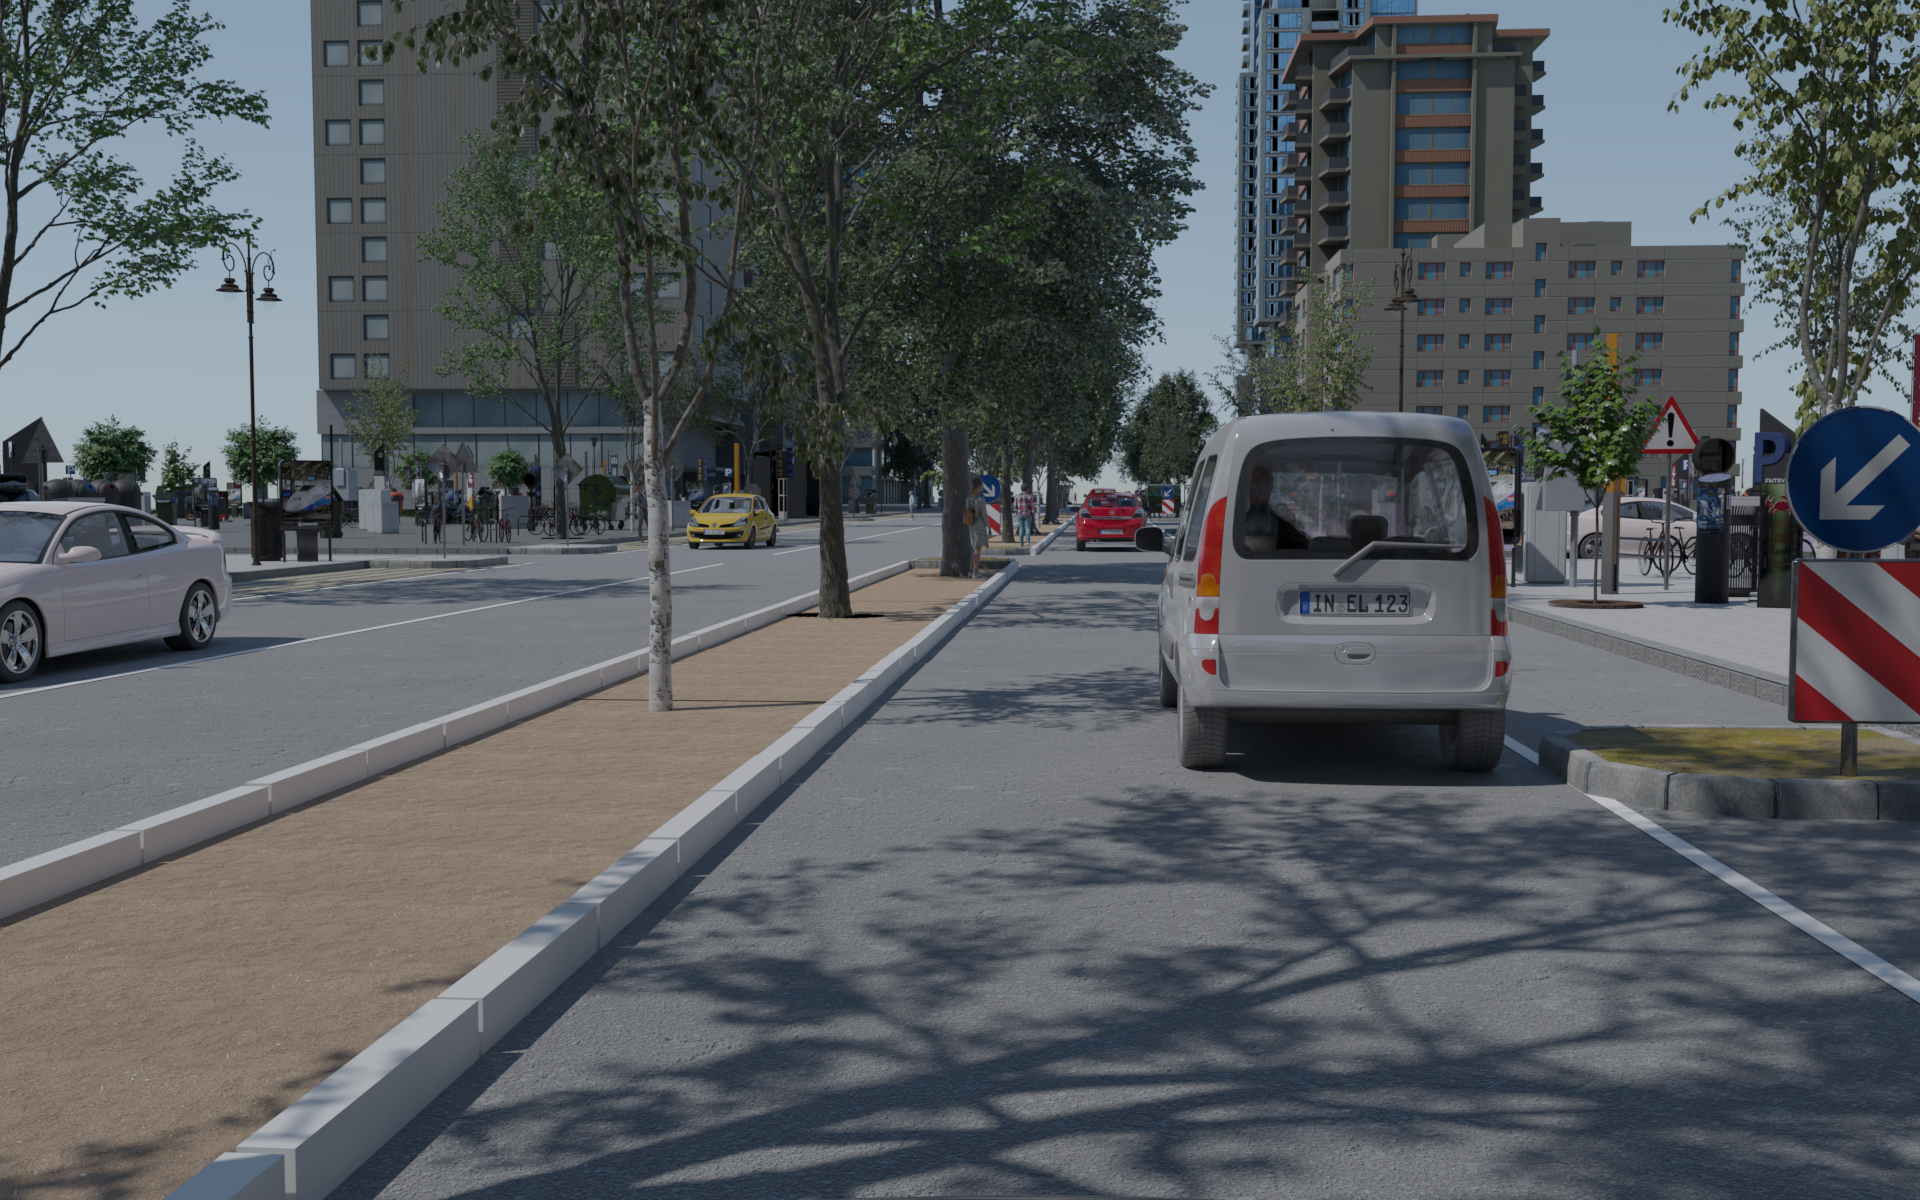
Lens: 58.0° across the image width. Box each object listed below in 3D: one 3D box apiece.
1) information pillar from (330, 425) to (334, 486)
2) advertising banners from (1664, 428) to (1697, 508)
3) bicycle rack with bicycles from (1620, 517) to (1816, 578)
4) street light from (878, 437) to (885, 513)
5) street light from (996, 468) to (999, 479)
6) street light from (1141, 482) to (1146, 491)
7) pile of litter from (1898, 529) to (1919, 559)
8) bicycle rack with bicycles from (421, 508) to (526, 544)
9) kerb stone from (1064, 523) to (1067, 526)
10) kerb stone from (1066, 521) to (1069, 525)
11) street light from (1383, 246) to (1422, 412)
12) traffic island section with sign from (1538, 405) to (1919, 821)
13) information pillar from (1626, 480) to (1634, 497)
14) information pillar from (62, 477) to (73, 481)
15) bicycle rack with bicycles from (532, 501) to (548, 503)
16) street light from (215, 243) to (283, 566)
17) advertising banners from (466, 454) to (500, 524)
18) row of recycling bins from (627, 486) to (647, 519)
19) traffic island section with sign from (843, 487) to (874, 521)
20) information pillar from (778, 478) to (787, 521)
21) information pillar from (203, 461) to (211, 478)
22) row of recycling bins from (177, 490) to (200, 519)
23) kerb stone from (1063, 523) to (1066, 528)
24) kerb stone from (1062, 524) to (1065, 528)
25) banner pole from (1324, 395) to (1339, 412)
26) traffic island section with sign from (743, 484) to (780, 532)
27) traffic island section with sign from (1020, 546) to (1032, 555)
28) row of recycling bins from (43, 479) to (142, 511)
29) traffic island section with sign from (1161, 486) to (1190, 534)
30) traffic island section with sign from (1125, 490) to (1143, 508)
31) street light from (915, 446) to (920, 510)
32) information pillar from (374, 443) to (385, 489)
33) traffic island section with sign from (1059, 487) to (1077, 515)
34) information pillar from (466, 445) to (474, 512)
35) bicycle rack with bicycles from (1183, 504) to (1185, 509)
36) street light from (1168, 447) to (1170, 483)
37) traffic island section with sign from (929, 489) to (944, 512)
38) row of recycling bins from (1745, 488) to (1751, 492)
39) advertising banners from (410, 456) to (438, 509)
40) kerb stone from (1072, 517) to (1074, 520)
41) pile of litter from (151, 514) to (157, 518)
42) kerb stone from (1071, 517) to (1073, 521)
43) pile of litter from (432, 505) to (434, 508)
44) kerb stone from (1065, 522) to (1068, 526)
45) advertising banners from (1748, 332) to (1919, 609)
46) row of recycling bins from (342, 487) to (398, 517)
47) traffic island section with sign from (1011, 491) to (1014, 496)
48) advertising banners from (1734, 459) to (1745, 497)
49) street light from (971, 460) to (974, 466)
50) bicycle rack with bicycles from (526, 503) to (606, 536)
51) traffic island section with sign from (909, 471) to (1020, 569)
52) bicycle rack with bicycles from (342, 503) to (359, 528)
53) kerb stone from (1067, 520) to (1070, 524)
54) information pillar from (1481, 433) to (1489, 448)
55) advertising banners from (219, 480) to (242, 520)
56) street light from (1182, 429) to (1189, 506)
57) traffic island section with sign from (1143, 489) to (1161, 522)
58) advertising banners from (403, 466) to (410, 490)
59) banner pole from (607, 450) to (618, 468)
[{"bbox_3d":[-21.241,-4.113,58.604,0.183,3.616,0.504,-1,4,-19],"label":"information pillar"},{"bbox_3d":[18.824,-3.000,45.232,0.090,3.025,2.074,3,5,43],"label":"advertising banners"},{"bbox_3d":[11.379,-0.822,26.828,2.852,0.926,2.925,0,4,-5],"label":"bicycle rack with bicycles"},{"bbox_3d":[-5.410,-8.946,119.057,0.468,5.910,1.993,0,4,5],"label":"street light"},{"bbox_3d":[5.422,-16.954,249.992,0.468,5.910,1.993,0,4,5],"label":"street light"},{"bbox_3d":[26.280,-17.012,250.927,0.468,5.910,1.993,0,4,5],"label":"street light"},{"bbox_3d":[11.909,-0.463,21.529,1.719,0.858,1.176,3,5,41],"label":"pile of litter"},{"bbox_3d":[-13.139,-1.986,45.856,2.852,0.926,2.925,-1,4,-19],"label":"bicycle rack with bicycles"},{"bbox_3d":[4.188,-2.976,70.879,0.120,0.150,1.000,0,4,5],"label":"kerb stone"},{"bbox_3d":[4.526,-3.226,74.979,0.120,0.150,1.000,0,4,5],"label":"kerb stone"},{"bbox_3d":[8.279,-3.653,32.516,0.468,5.910,1.993,0,4,5],"label":"street light"},{"bbox_3d":[4.000,0.004,8.557,1.989,1.847,2.006,0,4,5],"label":"traffic island section with sign"},{"bbox_3d":[35.873,-5.401,92.801,0.304,2.012,0.304,0,4,3],"label":"information pillar"},{"bbox_3d":[-38.739,-4.329,75.263,0.304,2.012,0.304,1,4,18],"label":"information pillar"},{"bbox_3d":[-16.170,-3.425,69.381,2.852,0.926,2.925,-1,4,-10],"label":"bicycle rack with bicycles"},{"bbox_3d":[-12.641,-3.557,30.944,0.468,5.910,1.993,0,4,5],"label":"street light"},{"bbox_3d":[-20.801,-4.847,75.440,2.074,3.025,0.090,2,4,31],"label":"advertising banners"},{"bbox_3d":[-17.491,-5.105,90.581,3.534,1.692,1.069,-1,4,-9],"label":"row of recycling bins"},{"bbox_3d":[-5.605,-5.072,91.550,1.989,1.847,2.006,0,4,5],"label":"traffic island section with sign"},{"bbox_3d":[-8.315,-4.699,81.319,0.304,2.012,0.304,2,4,26],"label":"information pillar"},{"bbox_3d":[-52.121,-7.865,119.949,0.504,3.616,0.183,-1,4,-10],"label":"information pillar"},{"bbox_3d":[-41.329,-5.203,92.177,1.069,1.692,3.534,0,4,-6],"label":"row of recycling bins"},{"bbox_3d":[4.101,-2.915,69.861,0.120,0.150,1.000,0,4,5],"label":"kerb stone"},{"bbox_3d":[3.927,-2.791,67.824,0.120,0.150,1.000,0,4,5],"label":"kerb stone"},{"bbox_3d":[9.349,-3.279,43.625,0.401,3.779,0.863,3,5,42],"label":"banner pole"},{"bbox_3d":[-7.812,-3.429,64.685,1.989,1.847,2.006,0,4,5],"label":"traffic island section with sign"},{"bbox_3d":[0.697,-2.028,41.288,2.006,1.907,1.989,0,4,5],"label":"traffic island section with sign"},{"bbox_3d":[-24.128,-2.506,48.089,1.069,1.692,3.534,1,4,11],"label":"row of recycling bins"},{"bbox_3d":[8.497,-3.349,63.387,1.989,1.847,2.006,0,4,5],"label":"traffic island section with sign"},{"bbox_3d":[17.048,-9.702,167.249,1.989,1.847,2.006,0,4,5],"label":"traffic island section with sign"},{"bbox_3d":[-3.467,-10.375,142.416,0.468,5.910,1.993,0,4,5],"label":"street light"},{"bbox_3d":[-26.618,-5.391,79.499,0.504,3.616,0.183,1,4,10],"label":"information pillar"},{"bbox_3d":[6.845,-6.608,116.175,2.006,1.907,1.989,0,4,5],"label":"traffic island section with sign"},{"bbox_3d":[-23.435,-5.594,82.823,0.183,3.616,0.504,-3,5,-42],"label":"information pillar"},{"bbox_3d":[15.925,-6.059,112.439,2.852,0.926,2.925,3,5,41],"label":"bicycle rack with bicycles"},{"bbox_3d":[17.432,-10.480,144.139,0.468,5.910,1.993,0,4,5],"label":"street light"},{"bbox_3d":[-1.451,-8.168,142.177,1.989,1.847,2.006,0,4,5],"label":"traffic island section with sign"},{"bbox_3d":[50.011,-6.158,107.794,1.069,1.692,3.534,0,4,-7],"label":"row of recycling bins"},{"bbox_3d":[-24.816,-5.155,80.471,0.090,3.025,2.074,1,4,12],"label":"advertising banners"},{"bbox_3d":[5.539,-3.978,87.235,0.120,0.150,1.000,0,4,5],"label":"kerb stone"},{"bbox_3d":[-46.996,-5.231,99.497,1.176,0.858,1.719,3,4,38],"label":"pile of litter"},{"bbox_3d":[5.438,-3.915,86.213,0.120,0.150,1.000,0,4,5],"label":"kerb stone"},{"bbox_3d":[-23.585,-3.923,78.114,1.719,0.858,1.176,0,4,3],"label":"pile of litter"},{"bbox_3d":[4.354,-3.103,72.934,0.120,0.150,1.000,0,4,5],"label":"kerb stone"},{"bbox_3d":[9.849,-1.398,19.047,2.074,3.025,0.090,2,4,25],"label":"advertising banners"},{"bbox_3d":[-33.192,-5.497,96.984,3.534,1.692,1.069,-3,5,-42],"label":"row of recycling bins"},{"bbox_3d":[7.538,-14.845,251.339,1.989,1.847,2.006,0,4,5],"label":"traffic island section with sign"},{"bbox_3d":[38.252,-5.434,85.041,0.090,3.025,2.074,3,4,36],"label":"advertising banners"},{"bbox_3d":[1.457,-14.043,202.386,0.468,5.910,1.993,0,4,5],"label":"street light"},{"bbox_3d":[-12.331,-2.488,54.063,2.852,0.926,2.925,3,5,45],"label":"bicycle rack with bicycles"},{"bbox_3d":[0.081,-1.576,33.906,2.006,1.907,1.989,0,4,5],"label":"traffic island section with sign"},{"bbox_3d":[-23.140,-3.164,65.107,2.925,0.926,2.852,-3,4,-39],"label":"bicycle rack with bicycles"},{"bbox_3d":[4.691,-3.353,77.020,0.120,0.150,1.000,0,4,5],"label":"kerb stone"},{"bbox_3d":[20.032,-4.578,66.210,0.183,3.616,0.504,-1,4,-14],"label":"information pillar"},{"bbox_3d":[-35.536,-5.335,83.415,2.074,3.025,0.090,-1,4,-9],"label":"advertising banners"},{"bbox_3d":[15.595,-9.012,120.126,0.468,5.910,1.993,0,4,5],"label":"street light"},{"bbox_3d":[10.765,-5.027,90.826,1.989,1.847,2.006,0,4,5],"label":"traffic island section with sign"},{"bbox_3d":[-33.969,-6.901,109.024,2.074,3.025,0.090,-2,4,-32],"label":"advertising banners"},{"bbox_3d":[-19.679,-6.603,97.973,0.863,3.779,0.401,1,4,21],"label":"banner pole"}]
